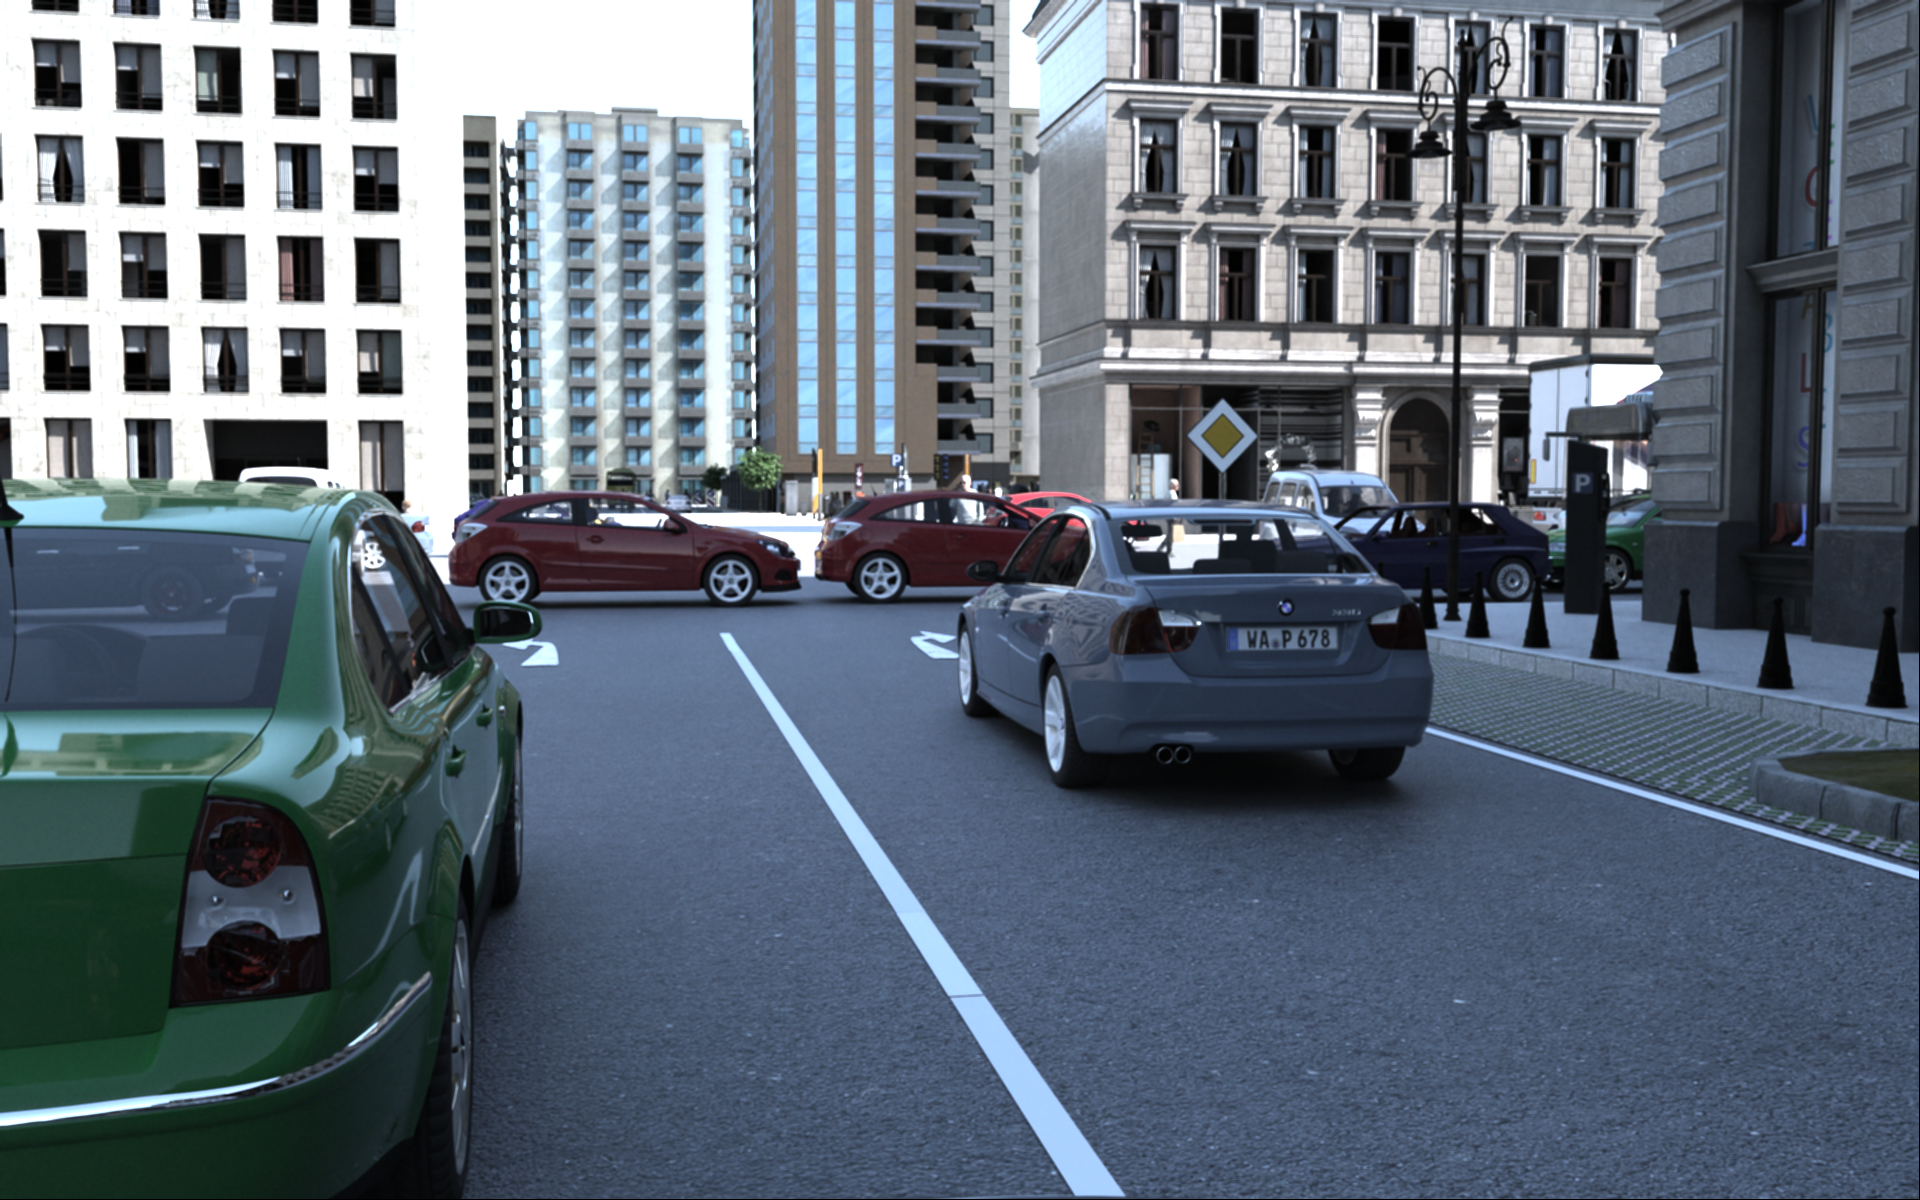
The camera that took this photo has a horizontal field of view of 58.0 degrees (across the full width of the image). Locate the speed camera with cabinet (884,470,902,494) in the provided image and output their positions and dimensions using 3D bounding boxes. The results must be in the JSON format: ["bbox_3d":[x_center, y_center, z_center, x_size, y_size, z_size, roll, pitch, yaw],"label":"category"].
[{"bbox_3d":[-3.353,-6.019,92.754,0.660,3.252,2.038,2,4,27],"label":"speed camera with cabinet"}]

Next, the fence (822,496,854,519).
[{"bbox_3d":[-5.822,-4.636,87.008,0.480,1.192,2.264,3,5,45],"label":"fence"}]

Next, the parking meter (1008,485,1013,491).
[{"bbox_3d":[3.291,-6.482,111.687,0.255,1.863,0.399,-2,4,-34],"label":"parking meter"}]

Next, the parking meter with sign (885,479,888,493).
[{"bbox_3d":[-3.381,-5.521,86.530,0.543,3.016,1.738,-3,5,-42],"label":"parking meter with sign"}]

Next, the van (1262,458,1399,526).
[{"bbox_3d":[6.299,-1.318,28.556,2.013,2.044,4.112,-1,4,-10],"label":"van"}]

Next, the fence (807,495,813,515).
[{"bbox_3d":[-8.561,-5.932,108.189,2.264,1.192,0.480,-3,5,-41],"label":"fence"}]

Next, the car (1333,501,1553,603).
[{"bbox_3d":[5.837,-0.656,23.300,3.894,1.354,1.945,-1,4,-9],"label":"car"}]

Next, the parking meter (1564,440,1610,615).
[{"bbox_3d":[6.722,-0.786,18.560,0.399,1.863,0.255,3,5,41],"label":"parking meter"}]

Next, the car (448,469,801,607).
[{"bbox_3d":[-4.312,-0.822,22.480,4.494,1.783,2.155,-1,4,-9],"label":"car"}]

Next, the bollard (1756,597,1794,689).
[{"bbox_3d":[5.406,0.280,11.467,0.229,0.601,0.229,0,3,0],"label":"bollard"}]

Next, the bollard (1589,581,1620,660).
[{"bbox_3d":[5.027,0.156,13.492,0.229,0.601,0.229,0,3,0],"label":"bollard"}]

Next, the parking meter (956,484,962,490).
[{"bbox_3d":[-0.006,-5.006,87.562,0.399,1.863,0.255,0,4,-7],"label":"parking meter"}]

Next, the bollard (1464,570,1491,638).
[{"bbox_3d":[4.641,0.032,15.513,0.229,0.601,0.229,0,3,0],"label":"bollard"}]

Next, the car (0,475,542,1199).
[{"bbox_3d":[-2.129,0.259,4.569,1.959,1.807,4.718,-1,4,-12],"label":"car"}]

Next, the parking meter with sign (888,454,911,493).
[{"bbox_3d":[-2.428,-4.875,75.964,0.543,3.016,1.738,1,4,21],"label":"parking meter with sign"}]

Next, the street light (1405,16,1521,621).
[{"bbox_3d":[4.998,-2.729,17.402,0.468,5.910,1.993,-1,4,-11],"label":"street light"}]

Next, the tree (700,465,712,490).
[{"bbox_3d":[-24.737,-11.770,176.146,4.285,4.588,4.351,0,3,0],"label":"tree"}]

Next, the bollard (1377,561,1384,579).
[{"bbox_3d":[4.257,-0.092,17.540,0.229,0.601,0.229,0,3,0],"label":"bollard"}]

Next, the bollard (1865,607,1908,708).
[{"bbox_3d":[5.602,0.342,10.455,0.229,0.601,0.229,0,3,0],"label":"bollard"}]

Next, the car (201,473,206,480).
[{"bbox_3d":[-10.294,-0.614,19.822,4.222,1.686,2.009,-1,4,-11],"label":"car"}]

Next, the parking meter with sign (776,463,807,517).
[{"bbox_3d":[-9.586,-6.255,98.537,1.738,3.016,0.543,0,4,-7],"label":"parking meter with sign"}]

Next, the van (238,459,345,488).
[{"bbox_3d":[-10.862,-1.317,28.548,2.013,2.044,4.112,-1,4,-12],"label":"van"}]

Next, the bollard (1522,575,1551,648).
[{"bbox_3d":[4.834,0.094,14.505,0.229,0.601,0.229,0,3,0],"label":"bollard"}]

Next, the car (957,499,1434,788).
[{"bbox_3d":[1.110,0.132,9.842,2.014,1.417,4.499,-1,4,-9],"label":"car"}]

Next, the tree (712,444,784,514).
[{"bbox_3d":[-13.142,-7.918,113.178,4.285,4.588,4.351,0,3,0],"label":"tree"}]

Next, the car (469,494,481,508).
[{"bbox_3d":[-42.980,-8.554,151.661,2.131,1.459,4.920,-1,4,-11],"label":"car"}]

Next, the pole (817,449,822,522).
[{"bbox_3d":[-6.411,-5.214,79.091,0.158,3.312,0.155,0,3,0],"label":"pole"}]

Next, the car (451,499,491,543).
[{"bbox_3d":[-9.674,-1.671,39.906,3.894,1.354,1.945,-1,4,-11],"label":"car"}]

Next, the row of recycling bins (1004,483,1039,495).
[{"bbox_3d":[3.650,-3.703,67.663,3.534,1.692,1.069,-1,4,-9],"label":"row of recycling bins"}]

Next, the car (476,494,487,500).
[{"bbox_3d":[-44.095,-8.920,157.644,2.131,1.459,4.920,-1,4,-12],"label":"car"}]

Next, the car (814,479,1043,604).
[{"bbox_3d":[0.261,-0.890,23.593,4.494,1.783,2.155,-1,4,-9],"label":"car"}]

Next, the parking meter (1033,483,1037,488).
[{"bbox_3d":[4.106,-5.421,94.339,0.255,1.863,0.399,0,4,7],"label":"parking meter"}]

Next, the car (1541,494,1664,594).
[{"bbox_3d":[10.509,-1.036,25.735,4.718,1.807,1.959,-1,4,-9],"label":"car"}]

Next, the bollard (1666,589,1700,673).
[{"bbox_3d":[5.214,0.218,12.475,0.229,0.601,0.229,0,3,0],"label":"bollard"}]

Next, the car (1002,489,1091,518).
[{"bbox_3d":[2.842,-2.260,45.989,4.494,1.783,2.155,-1,4,-9],"label":"car"}]

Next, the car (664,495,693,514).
[{"bbox_3d":[-20.290,-6.878,124.815,2.083,1.381,4.827,-1,4,-9],"label":"car"}]

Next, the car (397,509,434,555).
[{"bbox_3d":[-12.219,-1.254,32.498,4.499,1.417,2.014,-1,4,-11],"label":"car"}]

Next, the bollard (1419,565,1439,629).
[{"bbox_3d":[4.455,-0.029,16.523,0.229,0.601,0.229,0,3,0],"label":"bollard"}]

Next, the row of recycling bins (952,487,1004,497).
[{"bbox_3d":[1.161,-5.868,103.048,3.534,1.692,1.069,-1,4,-17],"label":"row of recycling bins"}]
